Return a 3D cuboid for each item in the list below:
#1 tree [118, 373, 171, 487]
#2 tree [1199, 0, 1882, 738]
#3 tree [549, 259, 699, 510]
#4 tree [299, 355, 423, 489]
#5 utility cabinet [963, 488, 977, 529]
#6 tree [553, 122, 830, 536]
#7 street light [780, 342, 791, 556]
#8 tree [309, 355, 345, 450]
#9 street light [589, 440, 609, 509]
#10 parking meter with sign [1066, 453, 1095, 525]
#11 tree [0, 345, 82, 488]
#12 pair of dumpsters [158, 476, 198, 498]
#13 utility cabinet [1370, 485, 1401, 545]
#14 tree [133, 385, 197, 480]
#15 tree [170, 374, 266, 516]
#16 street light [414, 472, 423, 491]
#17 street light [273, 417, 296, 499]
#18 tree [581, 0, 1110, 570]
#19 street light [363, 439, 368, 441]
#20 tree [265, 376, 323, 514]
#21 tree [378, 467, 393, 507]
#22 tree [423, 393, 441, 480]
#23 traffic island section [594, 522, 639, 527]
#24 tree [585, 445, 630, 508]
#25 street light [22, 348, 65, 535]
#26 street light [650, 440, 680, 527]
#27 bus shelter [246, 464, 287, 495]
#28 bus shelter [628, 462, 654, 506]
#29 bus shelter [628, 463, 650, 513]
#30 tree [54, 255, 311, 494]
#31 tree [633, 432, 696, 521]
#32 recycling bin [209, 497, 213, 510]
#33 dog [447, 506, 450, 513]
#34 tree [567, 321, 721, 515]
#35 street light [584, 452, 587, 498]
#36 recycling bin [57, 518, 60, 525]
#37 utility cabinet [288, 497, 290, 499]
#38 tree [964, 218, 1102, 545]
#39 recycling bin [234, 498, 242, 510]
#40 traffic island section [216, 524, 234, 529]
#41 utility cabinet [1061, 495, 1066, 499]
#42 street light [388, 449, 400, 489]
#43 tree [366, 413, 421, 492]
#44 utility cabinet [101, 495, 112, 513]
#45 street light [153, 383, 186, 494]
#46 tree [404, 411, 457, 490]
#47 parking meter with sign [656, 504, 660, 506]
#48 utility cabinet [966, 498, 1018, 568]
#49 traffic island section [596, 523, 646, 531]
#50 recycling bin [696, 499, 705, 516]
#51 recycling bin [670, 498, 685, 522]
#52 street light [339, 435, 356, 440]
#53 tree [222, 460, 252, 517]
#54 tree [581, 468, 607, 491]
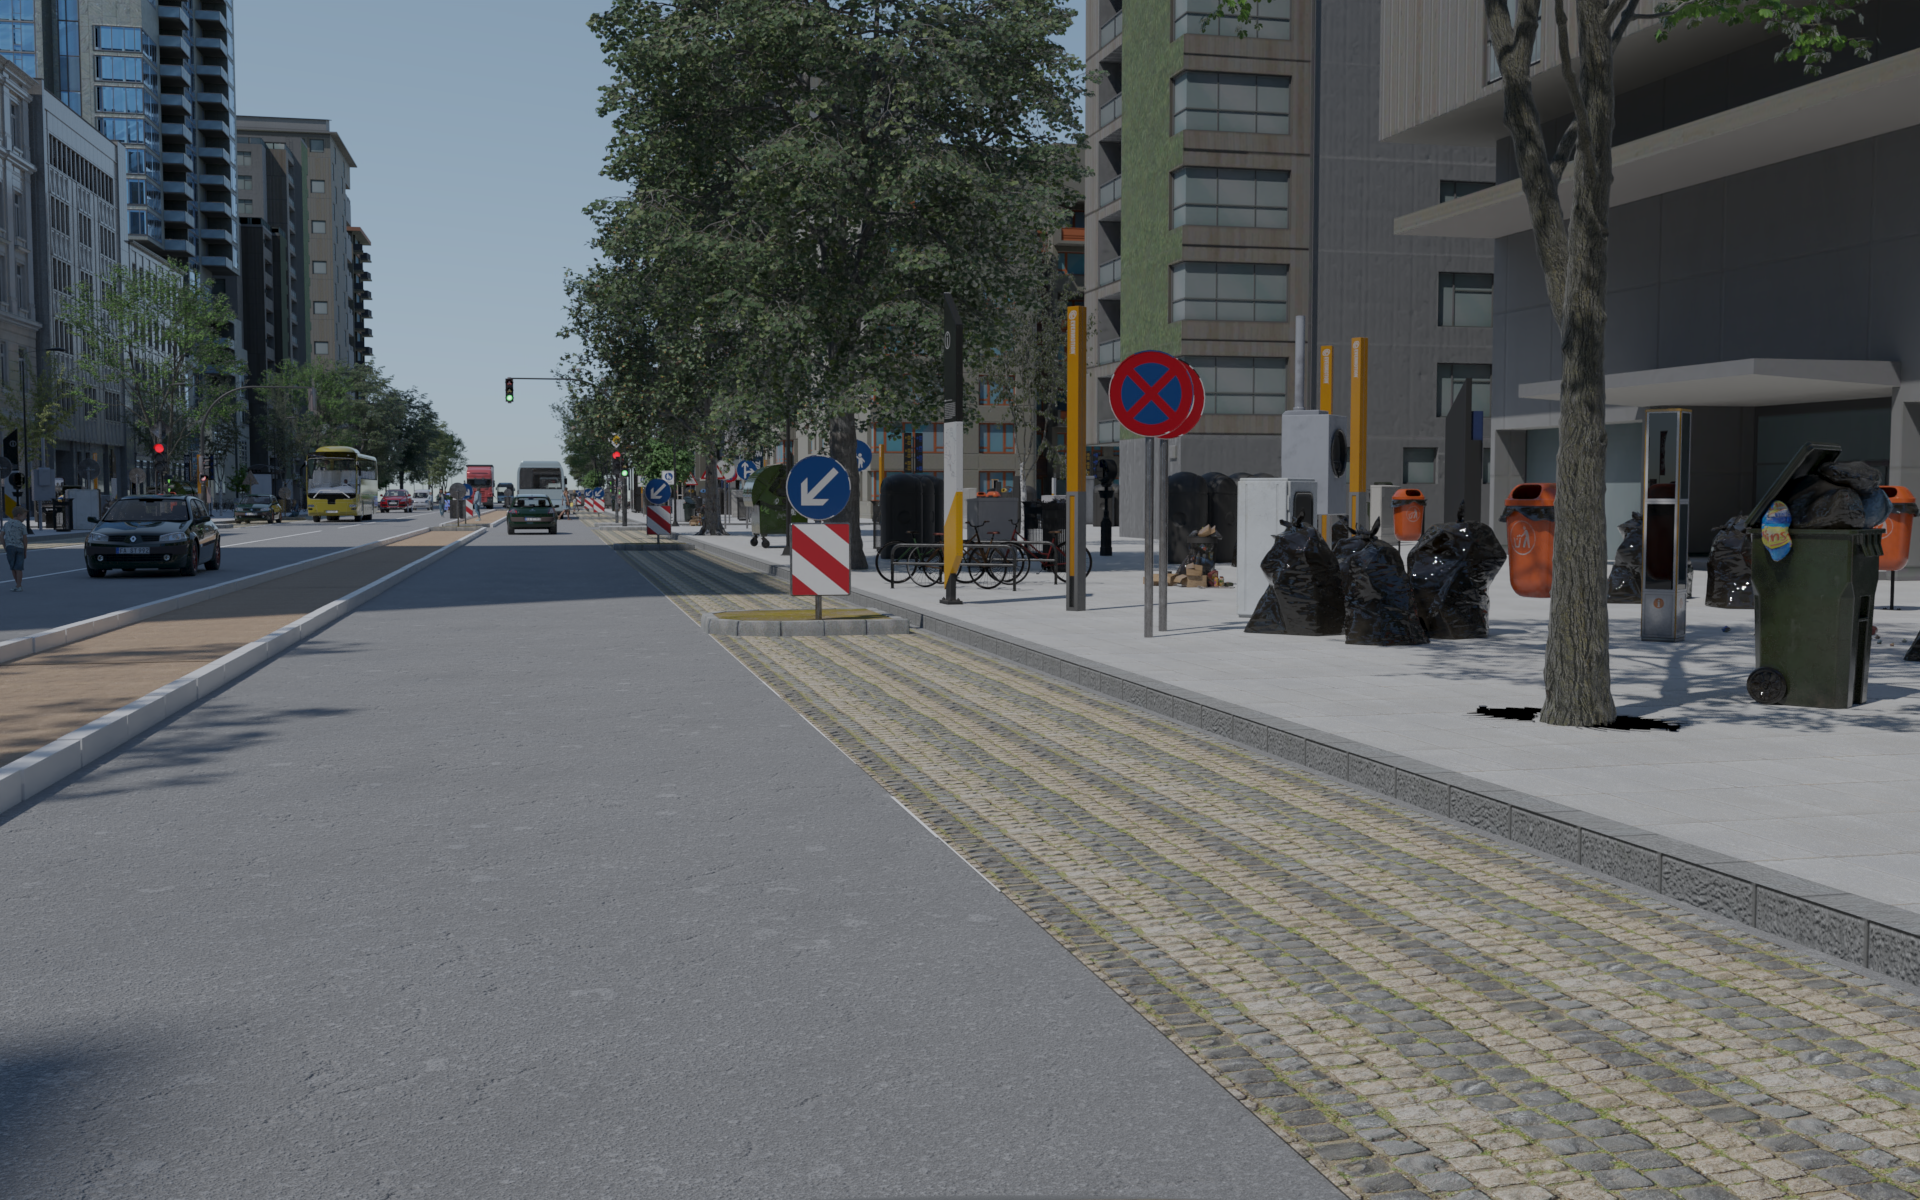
[{"bbox_3d":[-49.091,-9.519,105.997,4.360,8.622,3.978,0,3,0],"label":"tree"},{"bbox_3d":[3.291,-5.115,9.392,9.928,11.665,9.643,0,3,0],"label":"tree"},{"bbox_3d":[-26.129,-17.241,137.772,12.611,20.169,13.585,0,3,0],"label":"tree"},{"bbox_3d":[-55.015,-15.377,158.072,9.857,13.997,8.962,0,3,0],"label":"tree"},{"bbox_3d":[0.293,-3.359,63.592,0.318,1.500,1.173,-1,4,-16],"label":"utility cabinet"},{"bbox_3d":[-7.787,-8.342,53.399,9.611,12.733,9.660,0,3,0],"label":"tree"},{"bbox_3d":[-4.105,-3.875,35.901,1.470,5.913,1.316,-1,4,-13],"label":"street light"},{"bbox_3d":[-48.501,-12.447,129.260,9.928,11.665,9.643,0,3,0],"label":"tree"},{"bbox_3d":[-31.053,-10.838,149.735,1.470,5.913,1.316,-1,4,-13],"label":"street light"},{"bbox_3d":[5.316,-4.681,72.788,1.738,3.016,0.543,0,4,1],"label":"parking meter with sign"},{"bbox_3d":[-45.056,-8.216,84.687,4.737,8.622,4.395,0,3,0],"label":"tree"},{"bbox_3d":[-40.959,-5.396,90.713,1.574,2.255,4.437,-1,4,-13],"label":"pair of dumpsters"},{"bbox_3d":[10.539,-2.091,42.864,0.318,1.500,1.173,3,4,37],"label":"utility cabinet"},{"bbox_3d":[-52.896,-10.094,115.405,4.737,8.622,4.395,0,3,0],"label":"tree"},{"bbox_3d":[-43.660,-9.269,101.906,4.360,8.622,3.978,0,3,0],"label":"tree"},{"bbox_3d":[-65.804,-14.556,210.526,1.470,5.913,1.316,-1,4,-13],"label":"street light"},{"bbox_3d":[-40.610,-8.048,104.119,1.470,5.913,1.316,-1,4,-13],"label":"street light"},{"bbox_3d":[-1.918,-7.488,29.082,9.857,13.997,8.962,0,3,0],"label":"tree"},{"bbox_3d":[-50.832,-10.656,146.774,1.470,5.913,1.316,-1,4,-13],"label":"street light"},{"bbox_3d":[-42.385,-9.681,108.653,4.360,8.622,3.978,0,3,0],"label":"tree"},{"bbox_3d":[-59.233,-11.728,175.464,4.285,4.588,4.351,0,3,0],"label":"tree"},{"bbox_3d":[-65.482,-18.089,202.408,9.857,13.997,8.962,0,3,0],"label":"tree"},{"bbox_3d":[-15.105,-3.310,76.393,2.009,0.180,2.903,-1,4,-13],"label":"traffic island section"},{"bbox_3d":[-30.342,-12.513,154.949,4.360,8.622,3.978,0,3,0],"label":"tree"},{"bbox_3d":[-29.044,-5.038,54.917,1.470,5.913,1.316,-1,4,-13],"label":"street light"},{"bbox_3d":[-11.771,-5.846,68.125,1.470,5.913,1.316,-1,4,-13],"label":"street light"},{"bbox_3d":[-47.722,-7.658,119.124,2.014,3.302,5.546,-1,4,-13],"label":"bus shelter"},{"bbox_3d":[-23.607,-8.382,128.335,1.731,3.624,6.357,-1,4,-13],"label":"bus shelter"},{"bbox_3d":[-21.935,-8.710,120.033,2.179,5.291,8.768,-1,4,-13],"label":"bus shelter"},{"bbox_3d":[-35.335,-9.225,76.581,9.928,11.665,9.643,0,3,0],"label":"tree"},{"bbox_3d":[-14.131,-6.064,82.867,4.285,4.588,4.351,0,3,0],"label":"tree"},{"bbox_3d":[-58.988,-7.522,135.538,0.722,1.027,0.722,3,5,39],"label":"recycling bin"},{"bbox_3d":[-39.111,-6.939,132.738,0.540,0.507,0.406,1,4,10],"label":"dog"},{"bbox_3d":[-16.028,-9.635,91.941,8.767,10.594,7.601,1,4,11],"label":"tree"},{"bbox_3d":[-40.906,-13.407,191.746,1.470,5.913,1.316,-1,4,-13],"label":"street light"},{"bbox_3d":[-37.470,-3.682,72.748,0.722,1.027,0.722,3,5,40],"label":"recycling bin"},{"bbox_3d":[-50.241,-7.221,129.220,0.306,1.237,1.020,0,4,-7],"label":"utility cabinet"},{"bbox_3d":[1.578,-5.654,42.810,4.360,8.622,3.978,0,3,0],"label":"tree"},{"bbox_3d":[-45.570,-5.954,109.900,0.722,1.027,0.722,-3,5,-45],"label":"recycling bin"},{"bbox_3d":[-31.642,-3.071,72.499,2.009,0.180,2.903,-1,4,-13],"label":"traffic island section"},{"bbox_3d":[5.219,-4.682,87.716,1.020,1.237,0.306,-2,4,-30],"label":"utility cabinet"},{"bbox_3d":[-58.283,-12.592,178.415,1.470,5.913,1.316,-1,4,-13],"label":"street light"},{"bbox_3d":[-61.990,-15.483,187.562,8.767,10.594,7.601,1,4,19],"label":"tree"},{"bbox_3d":[-50.927,-5.609,102.871,1.020,1.237,0.306,0,4,0],"label":"utility cabinet"},{"bbox_3d":[-33.027,-6.106,72.377,1.470,5.913,1.316,-1,4,-13],"label":"street light"},{"bbox_3d":[-72.900,-19.523,237.325,7.486,12.596,7.792,0,3,0],"label":"tree"},{"bbox_3d":[-17.548,-6.440,101.553,0.543,3.016,1.738,0,4,3],"label":"parking meter with sign"},{"bbox_3d":[0.563,-1.173,30.335,0.306,1.237,1.020,3,5,45],"label":"utility cabinet"},{"bbox_3d":[-13.266,-2.834,68.621,2.009,0.180,2.903,-1,4,-13],"label":"traffic island section"},{"bbox_3d":[-14.625,-5.163,96.975,0.722,1.027,0.722,3,5,40],"label":"recycling bin"},{"bbox_3d":[-12.824,-4.102,79.625,0.722,1.027,0.722,0,4,-5],"label":"recycling bin"},{"bbox_3d":[-48.196,-10.012,136.233,1.470,5.913,1.316,-1,4,-13],"label":"street light"},{"bbox_3d":[-40.433,-6.301,97.617,1.663,3.219,1.824,0,3,0],"label":"tree"},{"bbox_3d":[-45.047,-14.082,213.956,4.285,4.588,4.351,0,3,0],"label":"tree"}]
